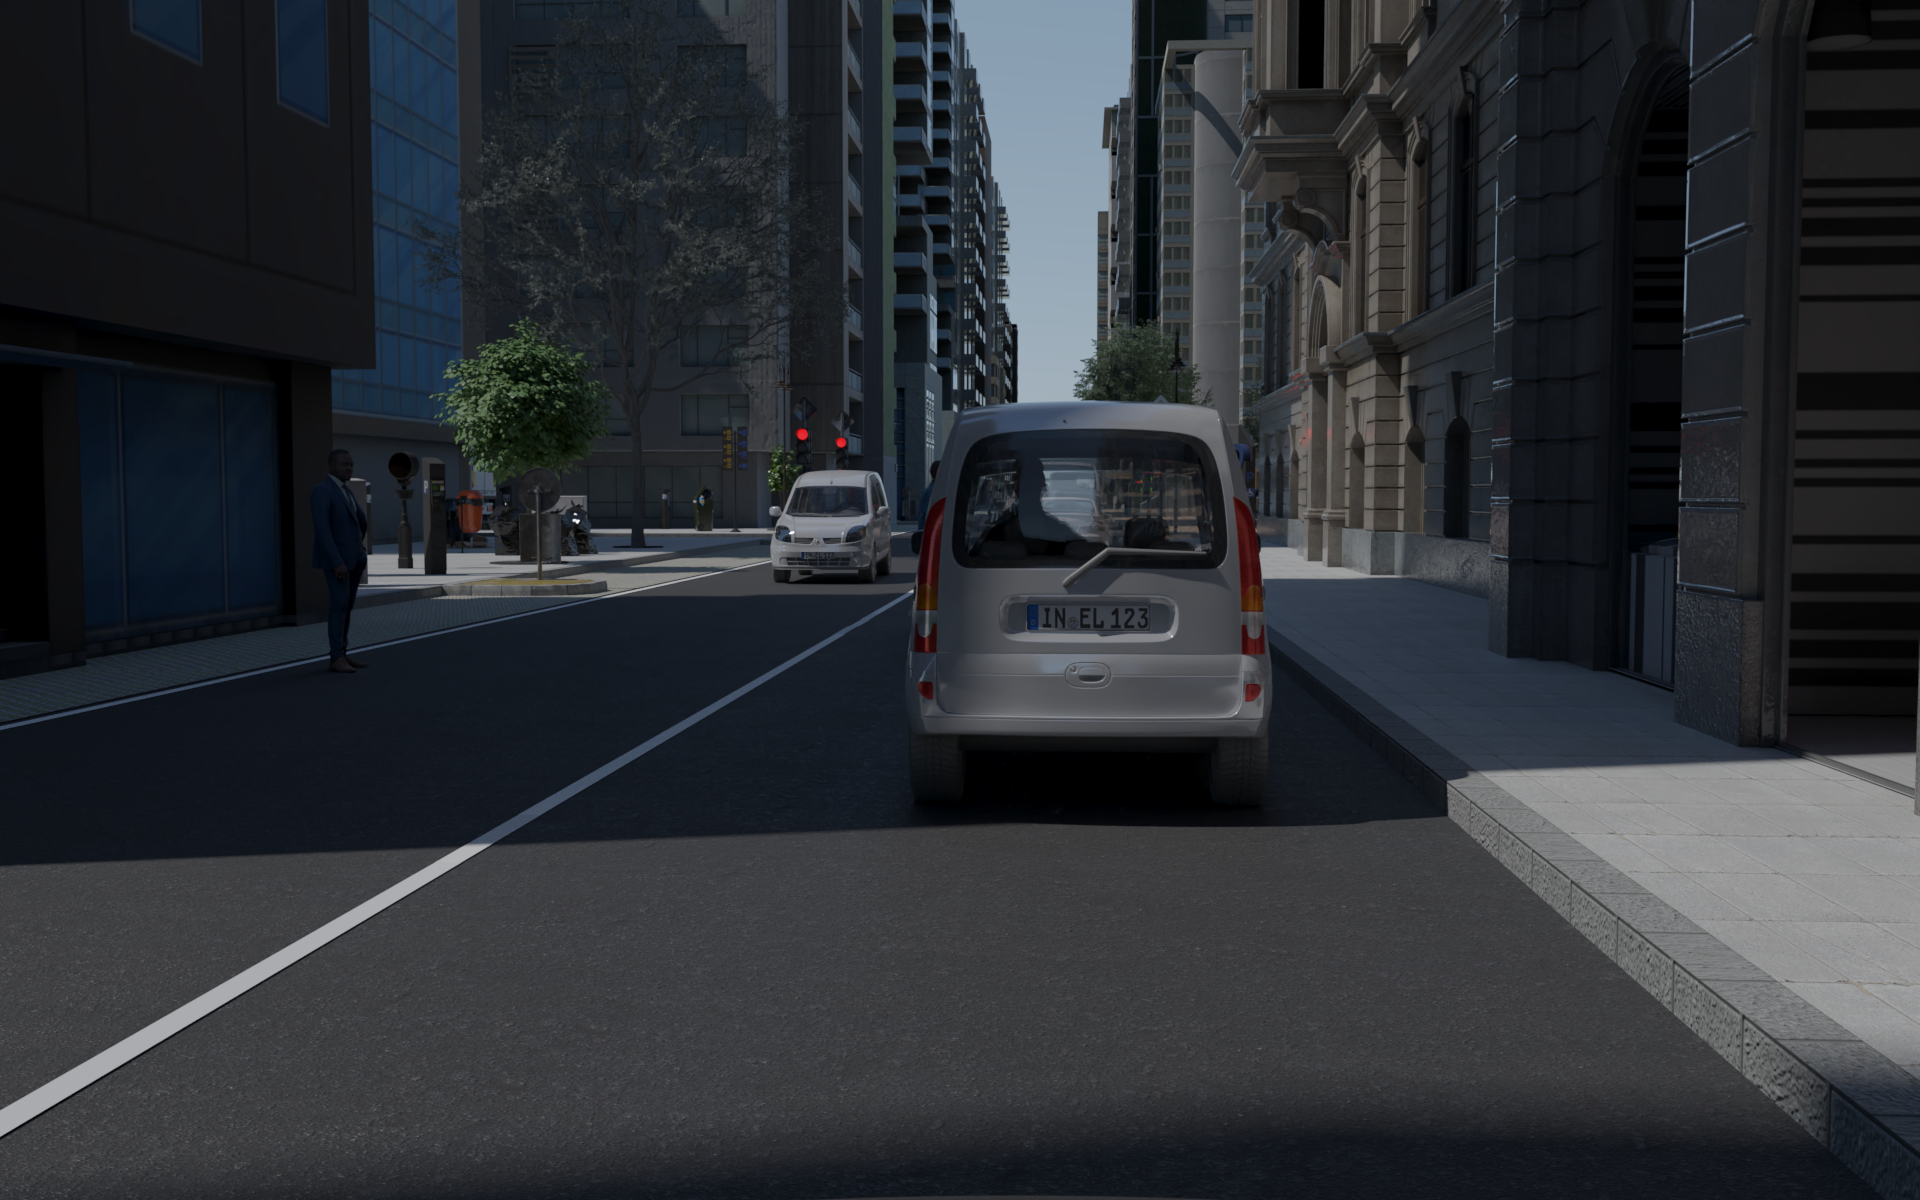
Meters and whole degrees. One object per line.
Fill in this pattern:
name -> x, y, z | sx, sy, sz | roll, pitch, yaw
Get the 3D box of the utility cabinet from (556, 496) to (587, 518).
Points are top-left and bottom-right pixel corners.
utility cabinet -> -13.151, -2.902, 58.601 | 1.020, 1.237, 0.306 | 1, 4, 13

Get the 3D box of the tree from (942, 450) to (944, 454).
tree -> -1.103, -8.859, 128.559 | 4.285, 4.588, 4.351 | 0, 3, 0

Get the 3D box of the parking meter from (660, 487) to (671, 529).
parking meter -> -10.750, -3.355, 63.268 | 0.372, 1.533, 0.369 | 0, 3, 0

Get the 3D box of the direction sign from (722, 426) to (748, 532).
direction sign -> -7.546, -4.045, 58.132 | 0.876, 3.537, 0.379 | 1, 4, 13

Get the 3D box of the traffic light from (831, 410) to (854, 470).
traffic light -> -3.888, -4.199, 57.573 | 0.839, 4.253, 0.868 | 0, 4, 4

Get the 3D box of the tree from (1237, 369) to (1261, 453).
tree -> 18.142, -9.260, 101.757 | 4.360, 8.622, 3.978 | 0, 3, 0

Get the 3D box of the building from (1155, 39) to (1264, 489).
building -> 28.898, -27.592, 143.014 | 32.217, 40.220, 23.993 | 0, 4, 4

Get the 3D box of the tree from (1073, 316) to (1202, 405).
tree -> 12.607, -13.370, 125.250 | 9.857, 13.997, 8.962 | 0, 3, 0

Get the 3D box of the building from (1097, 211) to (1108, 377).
building -> 26.875, -34.729, 251.407 | 14.154, 41.232, 14.086 | 0, 4, 4

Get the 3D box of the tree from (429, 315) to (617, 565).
tree -> -8.055, -2.947, 31.902 | 4.285, 4.588, 4.351 | 0, 3, 0

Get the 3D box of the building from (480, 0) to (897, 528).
building -> -10.294, -23.604, 69.518 | 14.154, 41.232, 14.086 | 0, 4, 4

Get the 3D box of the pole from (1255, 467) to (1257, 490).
pole -> 22.228, -8.357, 130.487 | 0.158, 3.312, 0.155 | 0, 3, 0

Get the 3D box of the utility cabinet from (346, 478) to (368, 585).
utility cabinet -> -8.806, -0.932, 23.909 | 1.173, 1.500, 0.318 | -3, 5, -44

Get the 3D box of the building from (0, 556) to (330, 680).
building -> -14.041, -22.132, 11.961 | 14.600, 45.320, 14.200 | 0, 4, 4

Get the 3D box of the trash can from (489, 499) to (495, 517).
trash can -> -22.638, -4.415, 83.831 | 0.748, 1.137, 0.748 | 0, 3, 0

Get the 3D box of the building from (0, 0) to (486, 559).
building -> -21.273, -24.006, 42.616 | 14.200, 45.320, 14.600 | 0, 4, 4

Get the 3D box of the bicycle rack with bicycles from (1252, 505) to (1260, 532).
bicycle rack with bicycles -> 9.751, -2.670, 57.038 | 2.925, 0.926, 2.852 | -1, 4, -21

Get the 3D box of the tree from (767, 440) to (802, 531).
tree -> -6.336, -4.046, 60.746 | 1.663, 3.219, 1.824 | 0, 3, 0

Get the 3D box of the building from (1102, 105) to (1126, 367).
building -> 33.271, -39.177, 229.780 | 28.713, 52.752, 27.495 | 0, 4, 4

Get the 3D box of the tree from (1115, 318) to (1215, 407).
tree -> 8.378, -7.457, 72.277 | 4.737, 8.622, 4.395 | 0, 3, 0

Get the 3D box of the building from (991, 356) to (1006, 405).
building -> -8.314, -23.643, 231.600 | 27.650, 21.520, 28.899 | 0, 4, 4

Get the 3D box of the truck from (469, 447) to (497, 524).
truck -> -20.416, -3.999, 54.294 | 11.283, 4.237, 2.839 | 0, 4, 3

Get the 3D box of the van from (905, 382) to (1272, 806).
van -> 0.678, -0.145, 9.377 | 2.013, 2.044, 4.112 | 0, 4, 4

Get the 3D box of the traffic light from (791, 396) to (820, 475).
traffic light -> -4.445, -3.712, 49.607 | 0.839, 4.253, 0.868 | 0, 4, 4

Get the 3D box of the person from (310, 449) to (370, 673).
person -> -5.077, -0.335, 14.167 | 0.419, 1.800, 0.721 | 0, 4, -3

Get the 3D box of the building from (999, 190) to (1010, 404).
building -> -3.865, -39.225, 260.932 | 23.786, 49.044, 30.456 | 0, 4, 4

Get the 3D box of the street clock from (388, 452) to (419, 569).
street clock -> -9.551, -1.542, 29.781 | 0.471, 2.002, 0.358 | 1, 4, 13

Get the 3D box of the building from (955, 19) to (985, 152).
building -> -8.916, -34.240, 179.440 | 23.786, 49.044, 30.456 | 0, 4, 4

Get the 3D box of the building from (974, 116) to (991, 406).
building -> -3.616, -33.726, 201.525 | 14.600, 45.320, 14.200 | 0, 4, 4

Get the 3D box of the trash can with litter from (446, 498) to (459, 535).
trash can with litter -> -13.250, -2.081, 45.419 | 0.624, 1.170, 1.055 | -1, 4, -19

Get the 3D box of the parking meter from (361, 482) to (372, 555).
parking meter -> -12.585, -1.716, 36.463 | 0.372, 1.533, 0.369 | 0, 3, 0

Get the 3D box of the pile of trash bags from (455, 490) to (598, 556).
pile of trash bags -> -9.376, -1.659, 36.884 | 3.447, 1.369, 1.912 | 2, 4, 27

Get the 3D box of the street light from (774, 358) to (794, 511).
street light -> -5.887, -5.219, 58.119 | 0.468, 5.910, 1.993 | 0, 4, 4

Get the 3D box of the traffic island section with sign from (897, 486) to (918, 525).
traffic island section with sign -> -2.334, -4.400, 80.560 | 1.989, 1.847, 2.006 | 0, 4, 4

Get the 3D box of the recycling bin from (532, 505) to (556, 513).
recycling bin -> -14.209, -2.836, 58.918 | 0.722, 1.027, 0.722 | 2, 4, 25

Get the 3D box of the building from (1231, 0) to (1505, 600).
building -> 12.310, -12.946, 30.745 | 14.460, 24.649, 34.723 | 0, 4, 4

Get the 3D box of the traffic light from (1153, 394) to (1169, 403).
traffic light -> 5.643, -3.670, 48.921 | 0.839, 4.253, 0.868 | 0, 4, 4

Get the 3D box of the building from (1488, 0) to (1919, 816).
building -> 9.373, -9.775, 1.628 | 13.314, 21.916, 24.055 | 0, 4, 4

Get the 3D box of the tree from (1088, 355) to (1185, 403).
tree -> 11.881, -11.051, 115.101 | 8.767, 10.594, 7.601 | 0, 4, -1

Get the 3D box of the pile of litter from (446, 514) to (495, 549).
pile of litter -> -11.719, -1.663, 41.147 | 1.719, 0.858, 1.176 | -1, 4, -12

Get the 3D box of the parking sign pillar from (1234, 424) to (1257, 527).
parking sign pillar -> 10.881, -4.772, 66.491 | 1.447, 3.967, 1.447 | -1, 4, -15

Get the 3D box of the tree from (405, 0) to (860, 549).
tree -> -7.654, -7.972, 40.710 | 12.009, 13.543, 11.850 | 0, 3, 0

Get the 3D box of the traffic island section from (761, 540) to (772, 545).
traffic island section -> -4.484, -1.680, 49.745 | 2.009, 0.180, 2.903 | 0, 4, 4

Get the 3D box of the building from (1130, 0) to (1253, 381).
building -> 24.593, -44.430, 164.683 | 20.563, 71.187, 20.611 | 0, 4, 4

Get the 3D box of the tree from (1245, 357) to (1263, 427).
tree -> 17.097, -8.385, 87.463 | 4.737, 8.622, 4.395 | 0, 3, 0

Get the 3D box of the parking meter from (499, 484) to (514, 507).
parking meter -> -11.701, -2.221, 44.731 | 0.372, 1.533, 0.369 | 0, 3, 0

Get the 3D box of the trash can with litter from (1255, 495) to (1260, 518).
trash can with litter -> 15.976, -4.956, 92.088 | 1.678, 1.210, 2.233 | 1, 4, 10

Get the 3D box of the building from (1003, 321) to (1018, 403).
building -> 2.234, -31.295, 283.368 | 14.160, 30.474, 14.107 | 0, 4, 4

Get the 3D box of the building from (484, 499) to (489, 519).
building -> -34.873, -25.365, 69.337 | 28.867, 44.769, 22.147 | 0, 4, 4

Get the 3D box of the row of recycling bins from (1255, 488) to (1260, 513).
row of recycling bins -> 20.619, -6.721, 117.007 | 3.534, 1.692, 1.069 | 2, 4, 30

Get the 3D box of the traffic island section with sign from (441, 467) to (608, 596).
traffic island section with sign -> -6.220, -1.008, 25.105 | 1.989, 1.847, 2.006 | 0, 4, 4

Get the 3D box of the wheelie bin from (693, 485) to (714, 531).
wheelie bin -> -8.820, -3.167, 59.690 | 0.693, 1.594, 0.980 | -1, 4, -18

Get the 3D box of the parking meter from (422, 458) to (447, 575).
parking meter -> -8.375, -1.340, 27.612 | 0.255, 1.863, 0.399 | -3, 4, -37

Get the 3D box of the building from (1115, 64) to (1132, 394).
building -> 28.411, -34.926, 190.640 | 23.786, 49.044, 30.456 | 0, 4, 4

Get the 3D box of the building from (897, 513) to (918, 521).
building -> -11.773, -48.081, 98.799 | 22.319, 86.520, 31.000 | 0, 4, 4

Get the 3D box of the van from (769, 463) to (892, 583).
van -> -2.126, -1.364, 29.309 | 2.013, 2.044, 4.112 | 0, 4, 3

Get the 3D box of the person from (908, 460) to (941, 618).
person -> -0.324, -0.572, 18.199 | 0.444, 1.785, 0.601 | 0, 4, 2

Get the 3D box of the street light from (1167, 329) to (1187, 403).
street light -> 6.059, -4.632, 48.527 | 0.468, 5.910, 1.993 | 0, 4, 4
